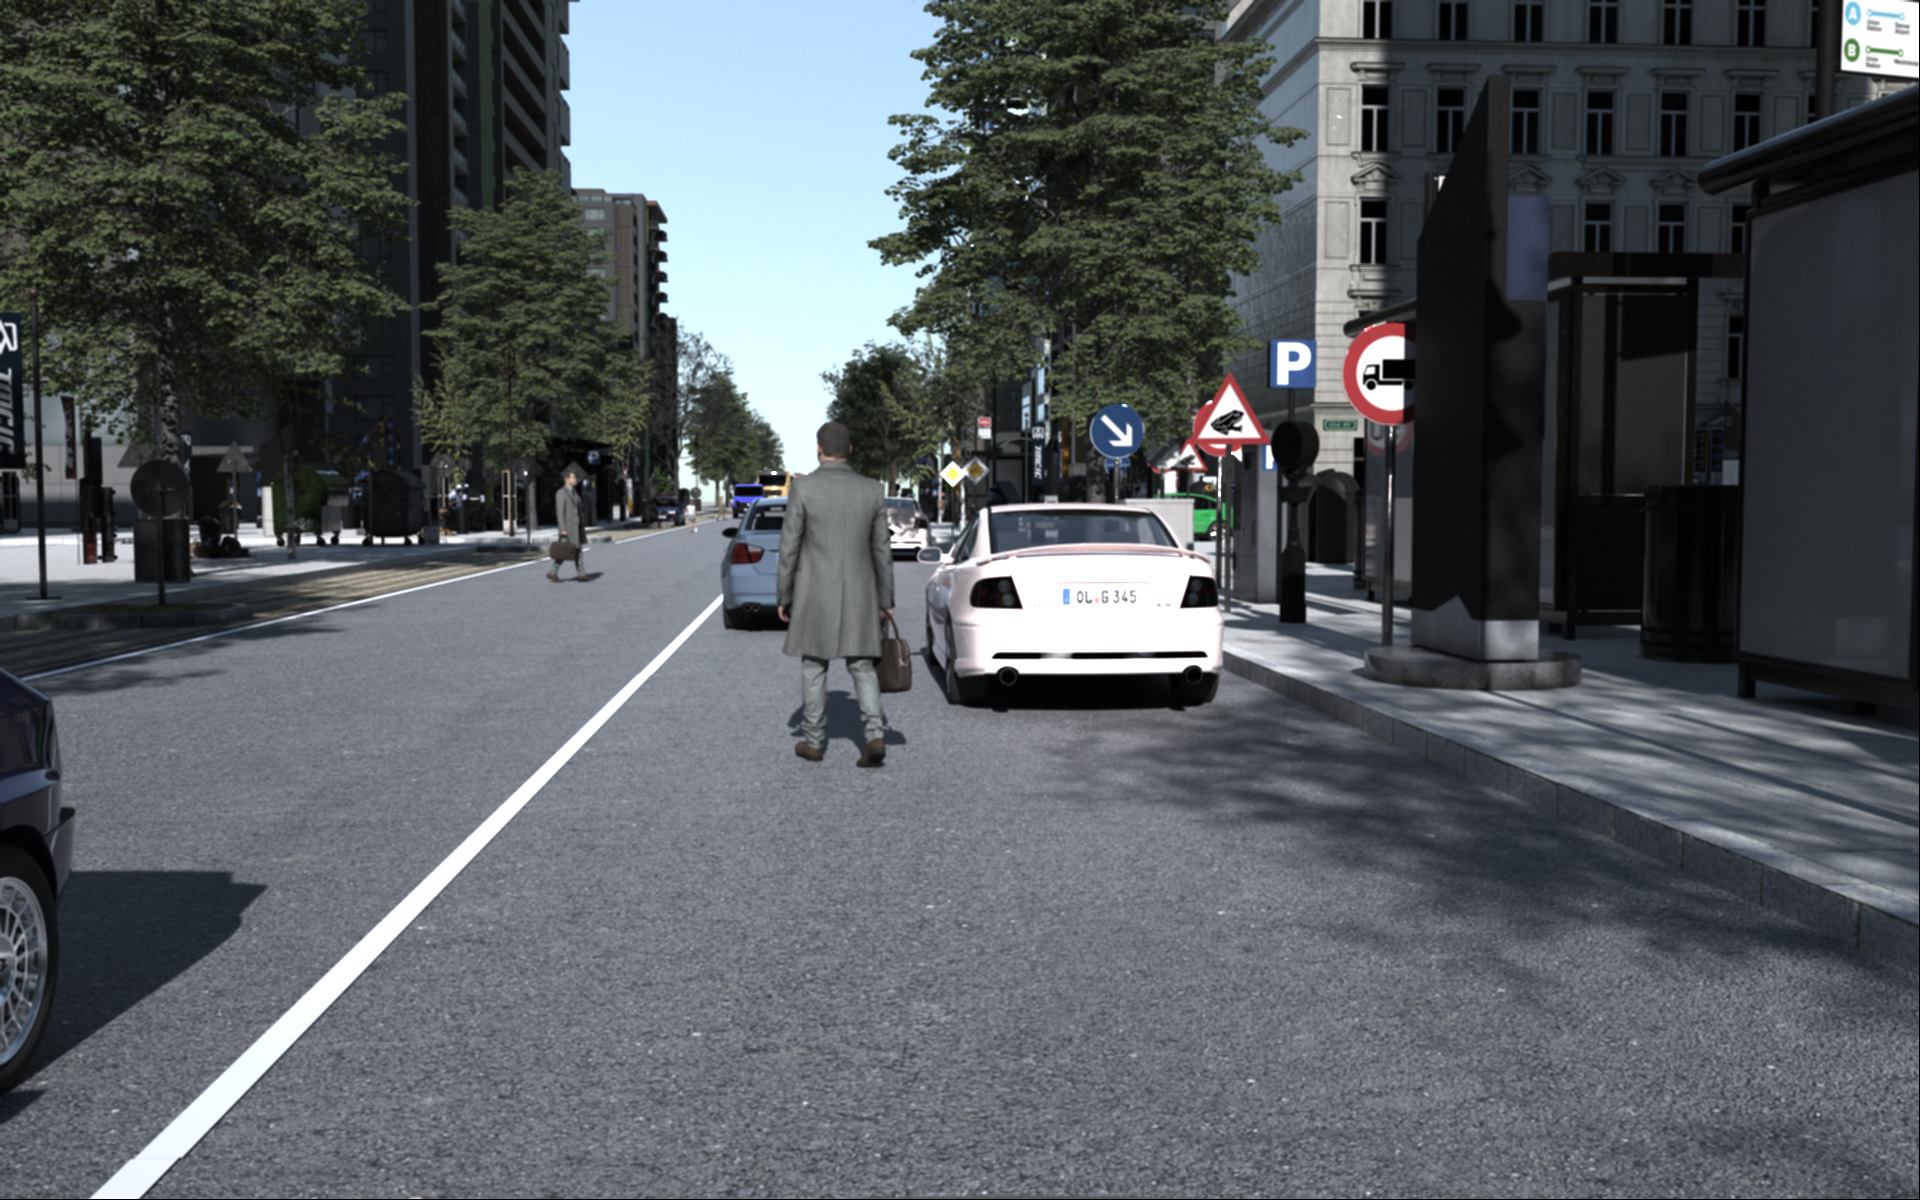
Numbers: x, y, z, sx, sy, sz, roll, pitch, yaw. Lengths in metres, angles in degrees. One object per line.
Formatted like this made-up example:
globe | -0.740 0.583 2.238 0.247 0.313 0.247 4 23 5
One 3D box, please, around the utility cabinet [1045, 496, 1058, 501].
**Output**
utility cabinet | 3.592 -3.475 67.976 0.306 1.237 1.020 3 4 38

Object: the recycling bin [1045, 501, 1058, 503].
recycling bin | 2.975 -2.988 61.401 0.722 1.027 0.722 3 4 36

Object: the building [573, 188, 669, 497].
building | -53.907 -36.445 250.491 22.147 44.769 28.867 0 4 -4

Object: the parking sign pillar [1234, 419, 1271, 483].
parking sign pillar | 10.621 -4.550 62.865 1.447 3.967 1.447 1 4 15

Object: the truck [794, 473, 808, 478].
truck | -21.279 -15.096 235.735 2.839 4.237 11.283 0 4 -3

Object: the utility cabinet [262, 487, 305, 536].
utility cabinet | -20.541 -2.686 52.593 1.173 1.500 0.318 -3 4 -36

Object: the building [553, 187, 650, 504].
building | -48.900 -33.336 228.644 14.154 41.232 14.086 0 4 -4

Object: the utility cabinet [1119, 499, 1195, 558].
utility cabinet | 2.752 -0.803 24.291 1.020 1.237 0.306 -1 4 -13

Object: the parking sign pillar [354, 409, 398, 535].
parking sign pillar | -18.265 -4.036 54.463 1.447 3.967 1.447 1 4 20

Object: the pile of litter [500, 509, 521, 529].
pile of litter | -16.952 -3.019 63.328 1.719 0.858 1.176 1 4 20

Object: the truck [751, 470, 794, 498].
truck | -15.319 -9.003 143.120 3.469 3.379 9.791 0 4 -3

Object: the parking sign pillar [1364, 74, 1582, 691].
parking sign pillar | 3.543 -1.432 11.891 1.447 3.967 1.447 0 4 -5

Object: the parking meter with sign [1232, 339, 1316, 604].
parking meter with sign | 3.630 -1.479 20.447 0.543 3.016 1.738 -1 4 -8

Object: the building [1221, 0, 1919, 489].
building | 34.633 -18.362 76.640 44.131 29.872 17.030 0 4 -4

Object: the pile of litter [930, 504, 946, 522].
pile of litter | -1.442 -4.052 80.214 1.719 0.858 1.176 1 4 15

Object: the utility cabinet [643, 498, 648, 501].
utility cabinet | -17.076 -5.253 94.570 0.318 1.500 1.173 0 4 3

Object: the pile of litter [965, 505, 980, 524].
pile of litter | 0.740 -3.626 73.244 1.176 0.858 1.719 -3 4 -37

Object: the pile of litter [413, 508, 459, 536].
pile of litter | -16.217 -2.416 53.474 1.176 0.858 1.719 -3 5 -40

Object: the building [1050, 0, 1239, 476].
building | 17.092 -43.469 148.972 20.563 71.187 20.611 0 4 -4

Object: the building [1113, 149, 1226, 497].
building | 14.805 -15.778 108.886 10.553 20.767 40.483 0 4 -4

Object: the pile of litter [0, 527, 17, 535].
pile of litter | -30.674 -2.497 54.798 1.719 0.858 1.176 0 4 0

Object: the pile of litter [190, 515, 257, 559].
pile of litter | -15.051 -1.267 34.683 1.719 0.858 1.176 -1 4 -8

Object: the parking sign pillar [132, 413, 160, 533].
parking sign pillar | -27.014 -4.256 58.052 1.447 3.967 1.447 -2 4 -30

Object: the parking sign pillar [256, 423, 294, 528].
parking sign pillar | -26.011 -4.730 65.802 1.447 3.967 1.447 3 5 42

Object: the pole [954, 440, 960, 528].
pole | -0.115 -4.382 65.490 0.158 3.312 0.155 0 3 0

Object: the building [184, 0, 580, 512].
building | -50.851 -34.866 159.299 28.713 52.752 27.495 0 4 -4

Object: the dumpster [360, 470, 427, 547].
dumpster | -14.031 -2.270 42.866 1.264 1.857 1.865 0 4 -4

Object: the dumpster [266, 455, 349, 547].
dumpster | -16.127 -2.468 42.845 1.502 2.255 1.985 0 4 -5

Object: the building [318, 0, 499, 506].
building | -39.210 -26.382 114.937 14.154 41.232 14.086 0 4 -4

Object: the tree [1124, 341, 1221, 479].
tree | 8.592 -7.382 71.064 4.360 8.622 3.978 0 3 0

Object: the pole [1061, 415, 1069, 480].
pole | 2.645 -3.043 43.591 0.158 3.312 0.155 0 3 0

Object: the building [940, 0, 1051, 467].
building | 9.064 -58.646 271.527 22.319 86.520 31.000 0 4 -4

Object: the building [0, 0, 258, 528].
building | -42.975 -29.728 75.284 28.713 52.752 27.495 0 4 -4

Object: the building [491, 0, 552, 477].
building | -44.589 -31.293 135.335 21.300 48.544 21.600 0 4 -4

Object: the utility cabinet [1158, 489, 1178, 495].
utility cabinet | 9.720 -4.425 81.034 0.318 1.500 1.173 3 5 43

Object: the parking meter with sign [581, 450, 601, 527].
parking meter with sign | -14.689 -4.414 68.435 0.543 3.016 1.738 0 4 5

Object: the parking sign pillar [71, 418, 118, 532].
parking sign pillar | -29.830 -4.348 59.554 1.447 3.967 1.447 -2 4 -32

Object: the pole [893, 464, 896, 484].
pole | -4.528 -7.668 119.222 0.158 3.312 0.155 0 3 0

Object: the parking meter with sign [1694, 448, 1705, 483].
parking meter with sign | 28.159 -4.272 66.111 0.543 3.016 1.738 3 4 36

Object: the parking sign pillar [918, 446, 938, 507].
parking sign pillar | -1.659 -6.253 90.701 1.447 3.967 1.447 -2 4 -34

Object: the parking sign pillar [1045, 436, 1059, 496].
parking sign pillar | 4.207 -5.683 81.382 1.447 3.967 1.447 -1 4 -23

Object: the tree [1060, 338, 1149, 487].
tree | 6.396 -7.737 76.870 4.737 8.622 4.395 0 3 0

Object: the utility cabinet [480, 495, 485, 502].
utility cabinet | -31.554 -6.285 113.928 0.306 1.237 1.020 -2 4 -32

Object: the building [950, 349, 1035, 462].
building | 13.446 -24.393 243.866 27.650 21.520 28.899 0 4 -4

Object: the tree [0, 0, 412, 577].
tree | -12.066 -6.604 26.110 7.486 12.596 7.792 0 3 0

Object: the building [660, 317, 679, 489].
building | -52.008 -30.635 272.585 14.160 30.474 14.107 0 4 -4
